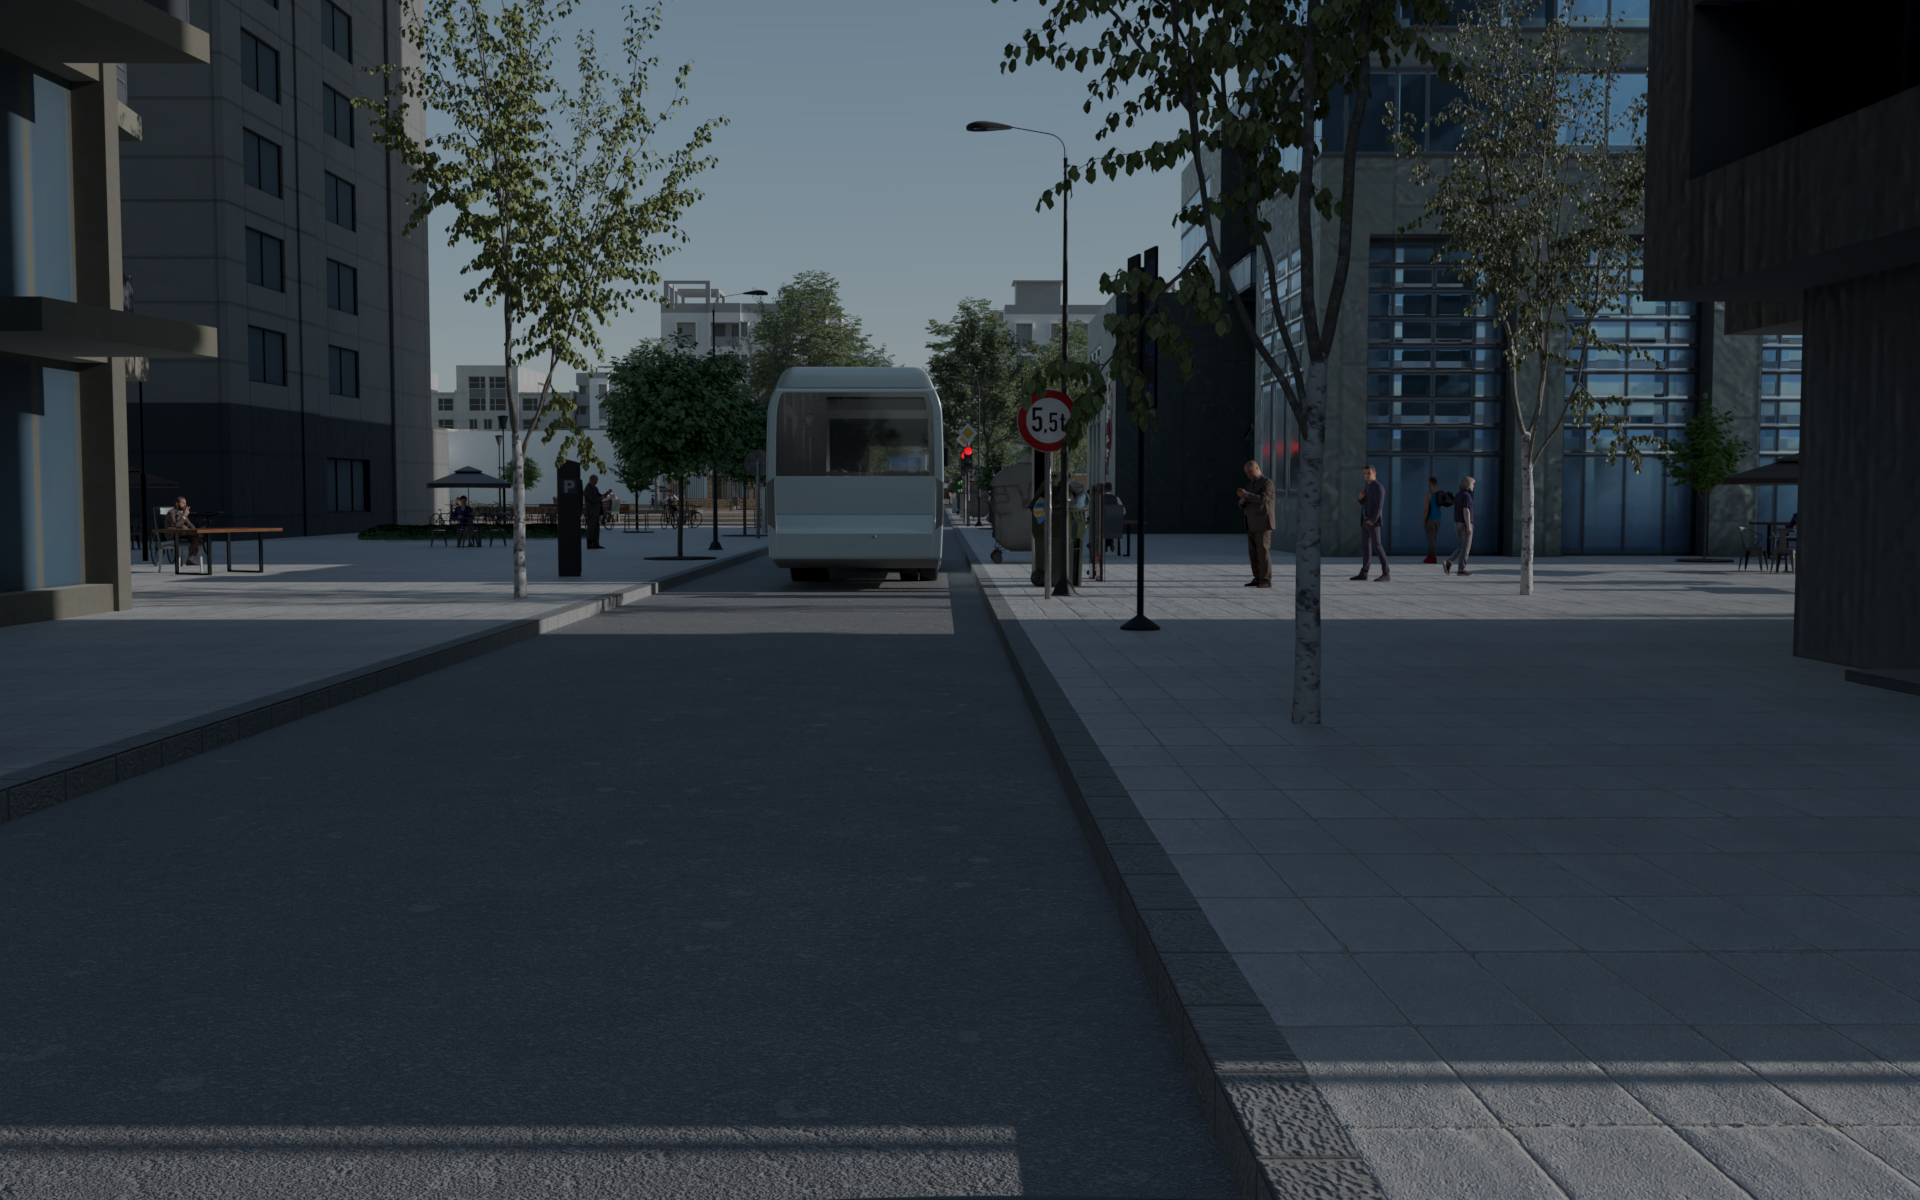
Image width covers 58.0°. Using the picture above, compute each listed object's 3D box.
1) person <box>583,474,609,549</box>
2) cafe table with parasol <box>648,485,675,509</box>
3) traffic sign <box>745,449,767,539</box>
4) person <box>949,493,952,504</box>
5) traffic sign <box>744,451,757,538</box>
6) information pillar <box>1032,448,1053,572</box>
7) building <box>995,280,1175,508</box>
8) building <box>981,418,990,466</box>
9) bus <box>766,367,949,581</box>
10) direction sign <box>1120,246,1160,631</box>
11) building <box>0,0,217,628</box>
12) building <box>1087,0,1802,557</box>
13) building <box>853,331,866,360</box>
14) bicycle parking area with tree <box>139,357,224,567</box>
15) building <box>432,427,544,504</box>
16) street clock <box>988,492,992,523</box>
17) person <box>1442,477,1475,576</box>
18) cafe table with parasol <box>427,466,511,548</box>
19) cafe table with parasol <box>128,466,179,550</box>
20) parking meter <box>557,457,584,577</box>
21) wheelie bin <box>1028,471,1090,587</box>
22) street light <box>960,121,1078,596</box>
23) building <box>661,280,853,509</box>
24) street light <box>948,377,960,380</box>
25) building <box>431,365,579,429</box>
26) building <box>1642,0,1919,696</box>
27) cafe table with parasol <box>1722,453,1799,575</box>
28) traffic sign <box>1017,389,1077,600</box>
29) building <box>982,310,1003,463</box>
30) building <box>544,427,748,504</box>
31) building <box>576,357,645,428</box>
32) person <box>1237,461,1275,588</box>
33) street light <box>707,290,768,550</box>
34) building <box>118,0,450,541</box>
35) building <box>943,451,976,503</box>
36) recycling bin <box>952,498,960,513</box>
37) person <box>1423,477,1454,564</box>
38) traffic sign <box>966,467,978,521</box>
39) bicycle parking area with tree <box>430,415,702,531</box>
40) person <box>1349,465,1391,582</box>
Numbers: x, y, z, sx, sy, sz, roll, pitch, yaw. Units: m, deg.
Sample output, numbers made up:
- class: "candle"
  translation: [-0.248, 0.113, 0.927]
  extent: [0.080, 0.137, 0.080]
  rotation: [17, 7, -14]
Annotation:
- class: "person"
  translation: [-8.498, -2.062, 40.451]
  extent: [0.600, 1.739, 0.565]
  rotation: [-1, 4, -18]
- class: "cafe table with parasol"
  translation: [-23.340, -7.975, 135.263]
  extent: [2.610, 1.966, 2.610]
  rotation: [3, 5, 40]
- class: "traffic sign"
  translation: [-5.763, -3.023, 49.534]
  extent: [0.768, 2.556, 0.104]
  rotation: [0, 4, 5]
- class: "person"
  translation: [-1.250, -13.551, 228.304]
  extent: [0.721, 1.736, 1.217]
  rotation: [1, 4, 13]
- class: "traffic sign"
  translation: [-5.866, -3.060, 50.135]
  extent: [0.768, 2.556, 0.104]
  rotation: [0, 4, 0]
- class: "information pillar"
  translation: [1.240, -1.323, 26.125]
  extent: [0.304, 2.012, 0.304]
  rotation: [0, 4, 6]
- class: "building"
  translation: [11.209, -18.502, 158.932]
  extent: [16.016, 20.091, 11.380]
  rotation: [0, 4, -1]
- class: "building"
  translation: [7.187, -14.480, 178.889]
  extent: [9.099, 9.664, 28.070]
  rotation: [0, 4, -1]
- class: "bus"
  translation: [-1.625, -2.253, 31.703]
  extent: [2.948, 3.499, 13.247]
  rotation: [0, 4, -1]
- class: "direction sign"
  translation: [1.707, -1.487, 16.304]
  extent: [0.379, 3.537, 0.876]
  rotation: [-1, 4, -11]
- class: "building"
  translation: [-18.696, -21.700, 9.425]
  extent: [22.147, 44.769, 28.867]
  rotation: [0, 4, -1]
- class: "building"
  translation: [16.195, -44.982, 48.126]
  extent: [22.319, 86.520, 31.000]
  rotation: [0, 4, -1]
- class: "building"
  translation: [-18.592, -20.942, 198.824]
  extent: [16.016, 20.091, 11.380]
  rotation: [0, 4, -1]
- class: "bicycle parking area with tree"
  translation: [-18.034, -2.754, 32.038]
  extent: [8.231, 4.147, 9.016]
  rotation: [0, 4, -6]
- class: "building"
  translation: [-65.557, -16.986, 219.869]
  extent: [28.070, 9.664, 9.099]
  rotation: [0, 4, -1]
- class: "street clock"
  translation: [1.407, -4.375, 76.106]
  extent: [0.358, 2.002, 0.471]
  rotation: [2, 4, 35]
- class: "person"
  translation: [7.847, -1.157, 27.175]
  extent: [0.471, 1.553, 0.569]
  rotation: [2, 4, 30]
- class: "cafe table with parasol"
  translation: [-11.915, -2.271, 41.995]
  extent: [2.610, 1.966, 2.610]
  rotation: [3, 4, 37]
- class: "cafe table with parasol"
  translation: [-19.343, -2.152, 40.044]
  extent: [2.610, 1.966, 2.610]
  rotation: [1, 4, 15]
- class: "parking meter"
  translation: [-6.060, -1.299, 26.956]
  extent: [0.399, 1.863, 0.255]
  rotation: [-1, 4, -11]
- class: "wheelie bin"
  translation: [1.403, -0.994, 24.168]
  extent: [0.693, 1.594, 0.980]
  rotation: [2, 4, 29]
- class: "street light"
  translation: [0.776, -3.009, 21.735]
  extent: [1.470, 5.913, 1.316]
  rotation: [0, 4, -1]
- class: "building"
  translation: [-18.301, -18.431, 157.763]
  extent: [16.016, 20.091, 11.380]
  rotation: [0, 4, -1]
- class: "street light"
  translation: [0.214, -5.875, 68.601]
  extent: [1.470, 5.913, 1.316]
  rotation: [0, 4, -1]
- class: "building"
  translation: [-69.095, -23.213, 245.982]
  extent: [31.486, 18.905, 16.747]
  rotation: [0, 4, -1]
- class: "building"
  translation: [11.955, -14.570, 9.923]
  extent: [14.160, 30.474, 14.107]
  rotation: [0, 4, -1]
- class: "cafe table with parasol"
  translation: [13.686, -1.428, 28.221]
  extent: [2.610, 1.966, 2.610]
  rotation: [0, 4, 7]
- class: "traffic sign"
  translation: [1.072, -1.279, 21.023]
  extent: [0.768, 2.556, 0.104]
  rotation: [0, 3, 0]
- class: "building"
  translation: [16.480, -22.326, 209.004]
  extent: [27.936, 21.610, 32.646]
  rotation: [0, 4, -1]
- class: "building"
  translation: [-37.493, -17.025, 220.500]
  extent: [28.070, 9.664, 9.099]
  rotation: [0, 4, -1]
- class: "building"
  translation: [-47.659, -23.822, 245.901]
  extent: [11.380, 20.091, 16.016]
  rotation: [0, 4, -1]
- class: "person"
  translation: [4.059, -1.047, 23.846]
  extent: [0.565, 1.739, 0.600]
  rotation: [3, 4, 39]
- class: "street light"
  translation: [-5.066, -4.099, 39.557]
  extent: [1.470, 5.913, 1.316]
  rotation: [0, 4, -1]
- class: "building"
  translation: [-29.984, -37.710, 54.816]
  extent: [20.611, 71.187, 20.563]
  rotation: [0, 4, -1]
- class: "building"
  translation: [-4.751, -18.413, 243.197]
  extent: [28.070, 9.664, 9.099]
  rotation: [0, 4, -1]
- class: "recycling bin"
  translation: [-0.050, -6.292, 115.433]
  extent: [0.722, 1.027, 0.722]
  rotation: [3, 4, 36]
- class: "person"
  translation: [8.773, -1.474, 32.015]
  extent: [0.647, 1.594, 0.662]
  rotation: [-3, 4, -38]
- class: "traffic sign"
  translation: [0.638, -4.977, 81.482]
  extent: [0.768, 2.556, 0.104]
  rotation: [0, 4, 5]
- class: "bicycle parking area with tree"
  translation: [-14.052, -4.634, 62.773]
  extent: [8.231, 4.147, 9.016]
  rotation: [2, 4, 26]
- class: "person"
  translation: [6.049, -1.134, 25.502]
  extent: [0.530, 1.710, 0.541]
  rotation: [0, 4, -1]
